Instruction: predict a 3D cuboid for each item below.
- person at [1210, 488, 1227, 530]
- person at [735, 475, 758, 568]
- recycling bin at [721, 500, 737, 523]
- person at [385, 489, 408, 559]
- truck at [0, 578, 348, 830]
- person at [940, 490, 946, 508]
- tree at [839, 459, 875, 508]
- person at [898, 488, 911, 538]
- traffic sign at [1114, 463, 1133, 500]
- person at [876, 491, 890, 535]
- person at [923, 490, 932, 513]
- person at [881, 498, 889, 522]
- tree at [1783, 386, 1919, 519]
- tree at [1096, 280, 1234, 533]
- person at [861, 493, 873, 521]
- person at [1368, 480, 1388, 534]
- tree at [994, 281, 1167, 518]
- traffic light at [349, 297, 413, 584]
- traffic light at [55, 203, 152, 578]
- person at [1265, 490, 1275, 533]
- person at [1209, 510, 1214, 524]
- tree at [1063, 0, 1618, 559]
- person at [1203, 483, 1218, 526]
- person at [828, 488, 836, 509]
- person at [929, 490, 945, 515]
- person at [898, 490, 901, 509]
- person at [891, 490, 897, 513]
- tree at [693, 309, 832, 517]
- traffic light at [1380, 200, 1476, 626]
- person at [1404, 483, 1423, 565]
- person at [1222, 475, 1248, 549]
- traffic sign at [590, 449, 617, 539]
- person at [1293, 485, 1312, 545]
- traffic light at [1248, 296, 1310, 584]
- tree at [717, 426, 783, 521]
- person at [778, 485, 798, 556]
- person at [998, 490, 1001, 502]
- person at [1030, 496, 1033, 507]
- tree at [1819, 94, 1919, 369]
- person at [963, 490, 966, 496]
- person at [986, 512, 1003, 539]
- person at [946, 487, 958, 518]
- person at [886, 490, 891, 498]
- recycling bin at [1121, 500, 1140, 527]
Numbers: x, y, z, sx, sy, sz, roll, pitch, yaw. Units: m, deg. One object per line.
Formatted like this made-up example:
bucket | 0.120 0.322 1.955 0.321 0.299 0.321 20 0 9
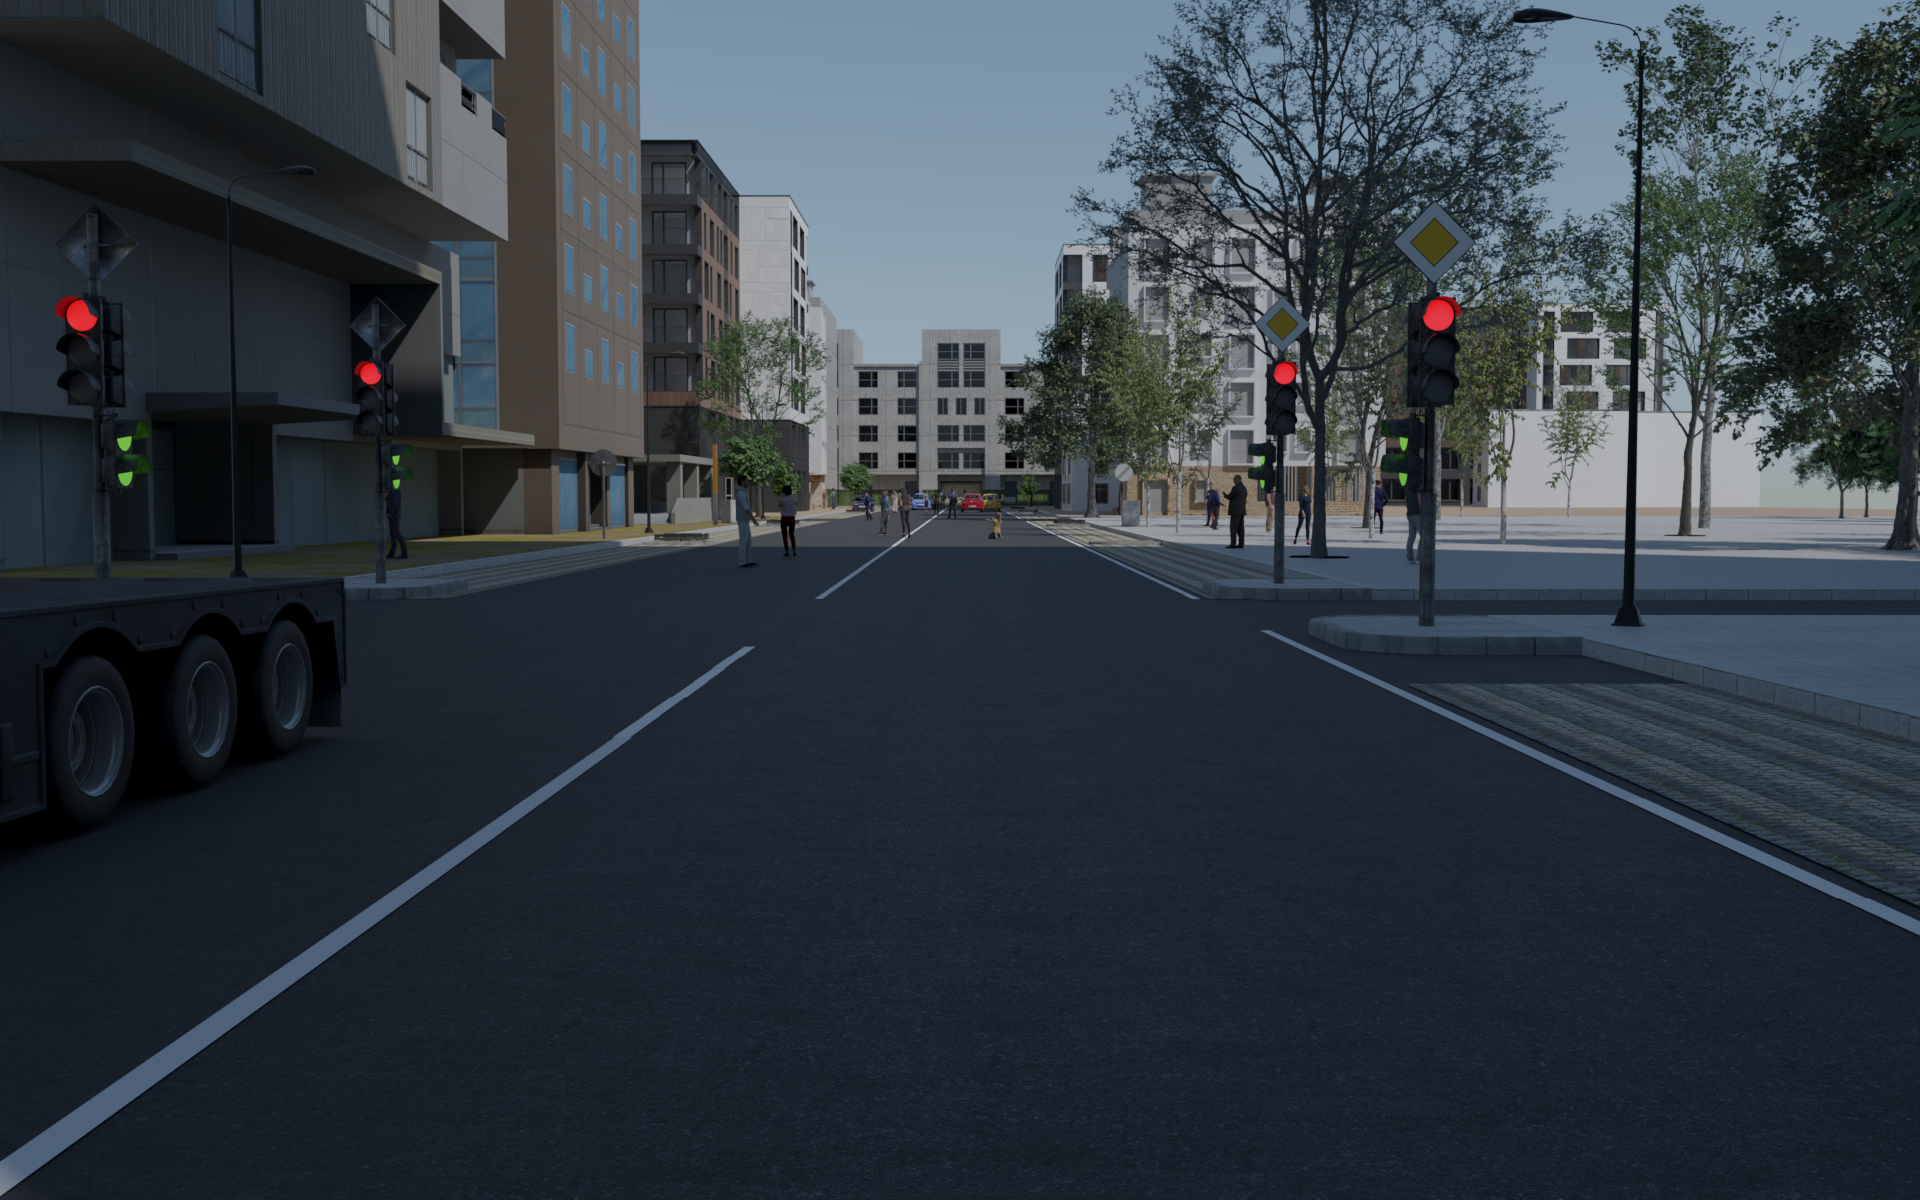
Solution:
person | 9.234 -3.253 61.925 0.600 1.496 0.574 1 4 10
person | -4.153 -1.541 33.844 0.789 1.805 0.875 0 4 -7
recycling bin | -10.087 -3.919 76.622 0.722 1.027 0.722 3 5 42
person | -11.181 -1.666 34.207 0.530 1.710 0.541 -1 4 -12
truck | -4.864 -0.675 0.794 2.967 4.110 18.799 0 4 0
person | -1.688 -10.145 174.239 0.709 1.838 0.599 -2 4 -24
tree | -10.191 -11.442 170.795 4.285 4.588 4.351 0 3 0
person | -1.811 -2.840 56.406 0.415 1.643 0.593 1 4 11
traffic sign | 6.774 -4.380 71.716 0.768 2.556 0.104 1 4 8
person | -2.640 -3.030 60.249 0.429 1.552 0.499 2 4 26
person | -2.522 -7.610 133.717 0.721 1.735 1.217 2 4 30
person | -3.864 -4.826 89.470 0.516 1.574 0.319 3 5 43
tree | 47.600 -7.623 87.539 11.467 7.101 20.602 0 4 -4
tree | 7.017 -6.523 57.011 4.737 8.622 4.395 0 3 0
person | -5.077 -5.061 93.939 0.600 1.496 0.574 1 4 17
person | 13.317 -2.970 55.303 0.576 1.737 0.504 0 4 -6
tree | 7.062 -10.794 93.484 9.611 12.733 9.660 0 3 0
traffic light | -8.304 -2.193 24.775 0.839 4.253 0.868 0 4 0
traffic light | -8.337 -1.705 16.790 0.839 4.253 0.868 0 4 0
person | 10.251 -3.111 57.028 0.434 1.807 0.598 1 4 20
person | 10.647 -3.869 73.216 0.435 1.345 0.340 1 4 18
tree | 7.123 -7.572 34.165 12.009 13.543 11.850 0 3 0
person | 9.945 -3.772 68.637 0.530 1.710 0.541 -2 4 -30
person | -10.635 -8.489 144.922 0.705 1.814 1.350 1 4 21
person | -1.586 -6.750 119.586 1.217 1.735 0.721 1 4 20
person | -5.548 -9.379 161.843 0.705 1.824 1.348 1 4 16
person | -5.019 -7.523 132.177 0.551 1.740 0.621 1 4 12
tree | -11.151 -10.447 96.561 9.928 11.665 9.643 0 3 0
traffic light | 4.525 -1.702 16.754 0.839 4.253 0.868 0 4 0
person | 8.363 -1.554 31.584 0.434 1.807 0.598 0 4 -6
person | 6.484 -2.090 40.895 0.600 1.739 0.565 1 4 13
traffic sign | -10.170 -3.015 49.408 0.768 2.556 0.104 0 4 3
person | 8.680 -2.160 43.897 0.613 1.512 0.480 3 5 43
traffic light | 4.557 -2.191 24.739 0.839 4.253 0.868 0 4 0
tree | -10.204 -6.162 84.460 4.285 4.588 4.351 0 3 0
person | -3.987 -1.835 39.964 0.517 1.644 0.566 1 4 21
person | 3.773 -9.434 162.880 0.705 1.807 1.348 0 4 -2
person | 7.092 -10.179 172.487 0.705 1.823 1.348 0 4 1
tree | 6.842 -1.607 9.985 4.285 4.588 4.351 0 3 0
person | 0.373 -8.856 153.258 0.705 1.831 1.348 1 4 9
person | 1.094 -2.365 55.088 0.347 0.859 0.695 -2 4 -32
person | -0.483 -5.704 101.626 0.709 1.838 0.599 1 4 10
person | -7.435 -10.284 176.661 1.348 1.821 0.705 -1 4 -11
recycling bin | 6.763 -3.435 68.716 0.722 1.027 0.722 0 4 3
